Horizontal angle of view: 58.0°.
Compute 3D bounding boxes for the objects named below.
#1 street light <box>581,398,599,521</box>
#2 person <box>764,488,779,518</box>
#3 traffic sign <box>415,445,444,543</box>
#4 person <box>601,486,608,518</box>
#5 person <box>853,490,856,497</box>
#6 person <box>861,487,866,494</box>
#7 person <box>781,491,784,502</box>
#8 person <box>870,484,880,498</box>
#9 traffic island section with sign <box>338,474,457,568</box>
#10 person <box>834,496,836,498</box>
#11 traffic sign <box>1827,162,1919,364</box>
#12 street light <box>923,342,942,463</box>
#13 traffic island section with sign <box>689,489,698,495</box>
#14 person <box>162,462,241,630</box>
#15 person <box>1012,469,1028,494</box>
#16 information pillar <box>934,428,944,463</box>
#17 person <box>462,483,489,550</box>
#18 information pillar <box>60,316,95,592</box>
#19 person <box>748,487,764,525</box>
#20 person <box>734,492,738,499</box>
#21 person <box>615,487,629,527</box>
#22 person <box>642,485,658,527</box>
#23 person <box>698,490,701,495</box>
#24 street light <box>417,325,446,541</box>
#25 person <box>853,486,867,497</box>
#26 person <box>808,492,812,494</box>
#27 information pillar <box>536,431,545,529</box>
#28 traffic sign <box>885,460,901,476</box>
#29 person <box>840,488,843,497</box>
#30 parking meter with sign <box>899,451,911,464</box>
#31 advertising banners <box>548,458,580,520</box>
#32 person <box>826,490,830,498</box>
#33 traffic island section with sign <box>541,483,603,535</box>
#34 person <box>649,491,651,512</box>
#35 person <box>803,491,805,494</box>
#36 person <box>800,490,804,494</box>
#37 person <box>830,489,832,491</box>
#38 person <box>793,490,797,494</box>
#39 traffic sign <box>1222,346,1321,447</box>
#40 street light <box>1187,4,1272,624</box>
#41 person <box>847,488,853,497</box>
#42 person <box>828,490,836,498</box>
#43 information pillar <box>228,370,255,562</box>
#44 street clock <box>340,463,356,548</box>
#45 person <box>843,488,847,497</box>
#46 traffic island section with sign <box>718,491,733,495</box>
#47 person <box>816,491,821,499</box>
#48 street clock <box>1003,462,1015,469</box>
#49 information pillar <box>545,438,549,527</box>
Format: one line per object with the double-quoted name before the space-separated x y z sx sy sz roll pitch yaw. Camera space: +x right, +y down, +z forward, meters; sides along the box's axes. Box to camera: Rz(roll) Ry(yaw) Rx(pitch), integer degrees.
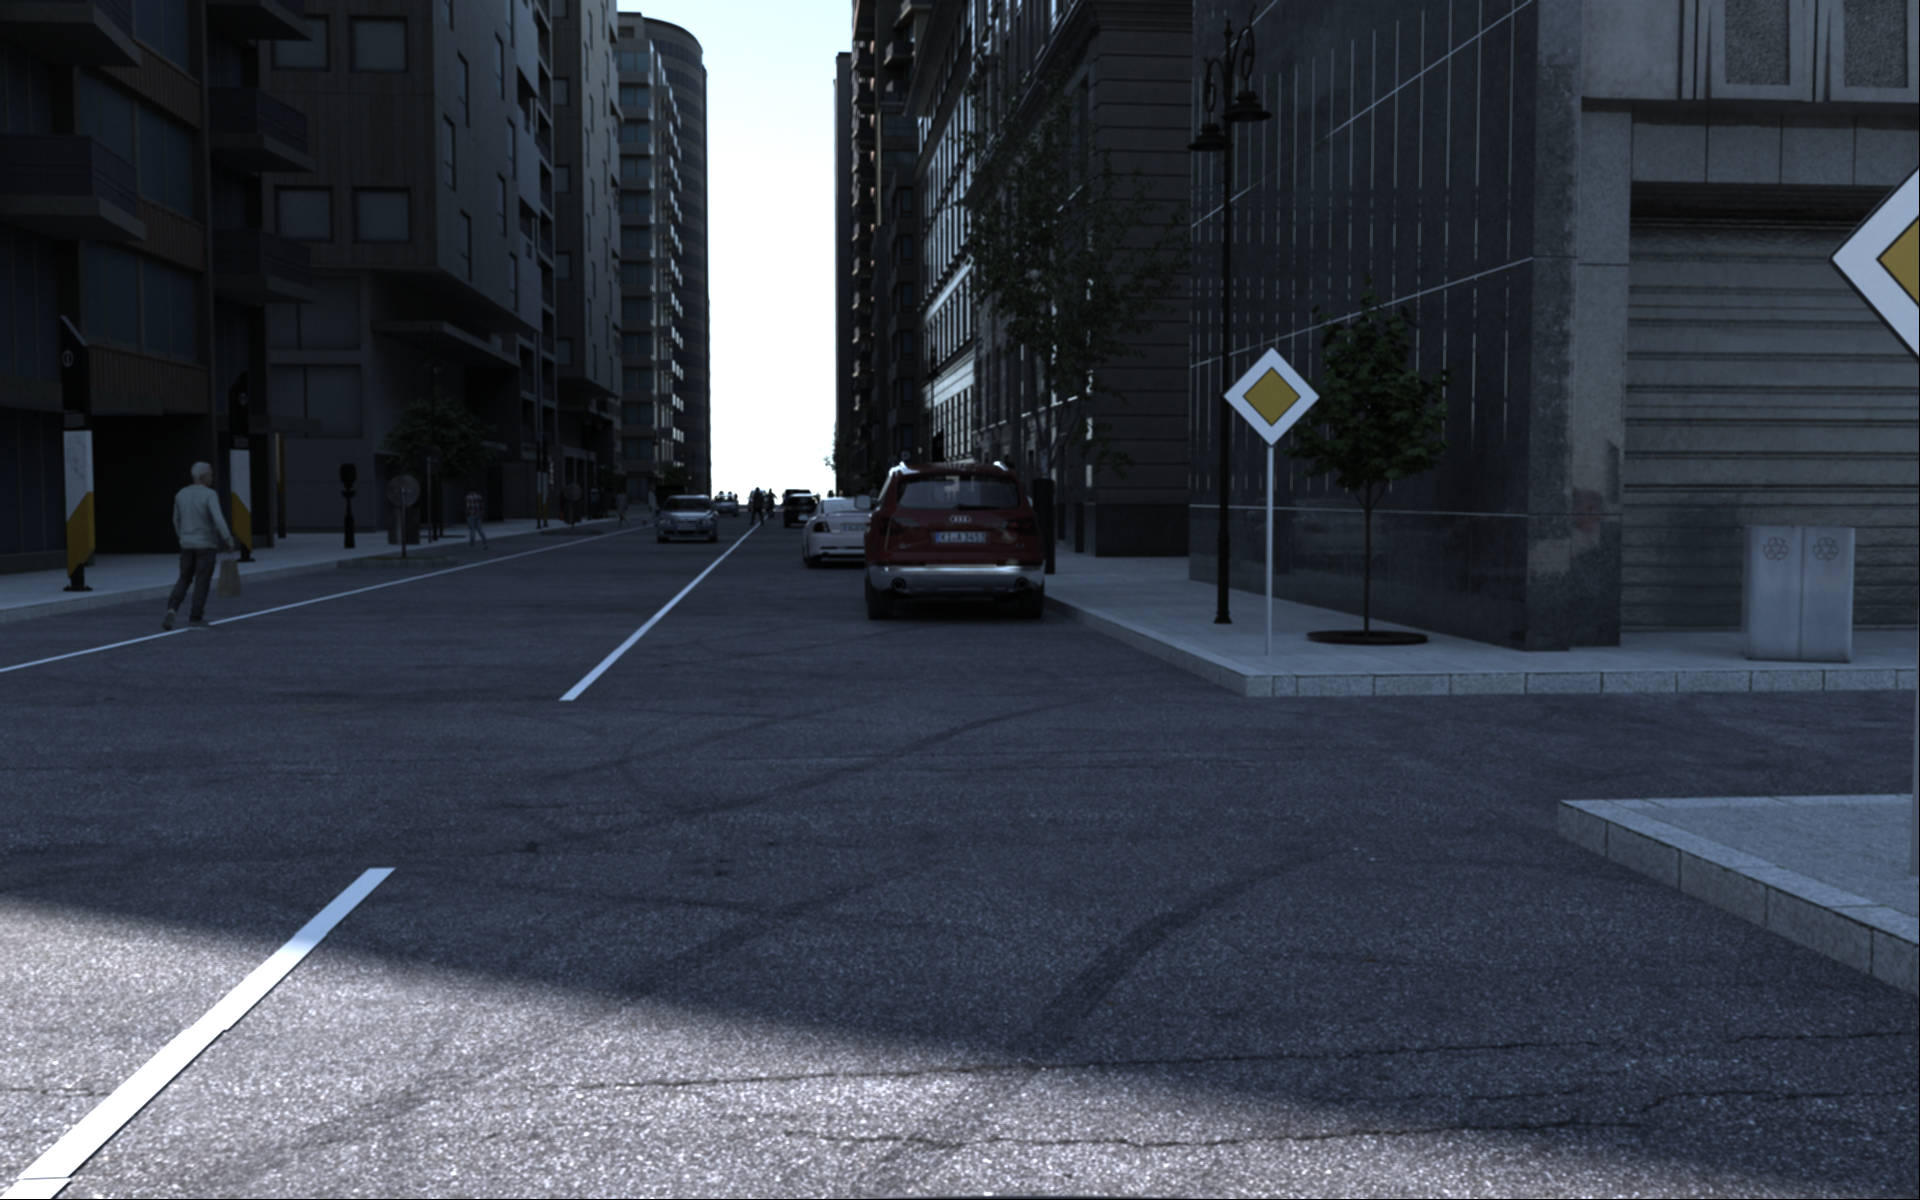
"street light" -18.014 -6.797 83.911 0.468 5.910 1.993 0 4 -6
"person" -11.358 -5.822 103.779 1.350 1.814 0.705 -3 5 -42
"traffic sign" -13.837 -2.755 45.144 0.768 2.556 0.104 0 4 4
"person" -19.264 -5.293 93.508 0.530 1.710 0.541 0 4 -4
"person" -10.536 -10.257 174.456 0.721 1.735 1.217 -1 4 -9
"person" -6.057 -6.335 110.301 0.721 1.739 1.217 2 4 28
"person" -25.211 -14.547 246.360 0.705 1.821 1.348 0 4 5
"person" -3.959 -4.581 81.427 0.515 1.767 0.782 3 5 44
"traffic island section with sign" -11.114 -1.577 34.410 1.989 1.847 2.006 0 4 -6
"person" -15.032 -11.849 202.991 0.991 1.433 0.599 0 4 3
"traffic sign" 3.246 -0.217 5.741 0.795 2.593 0.064 0 4 -6
"street light" -0.838 -4.892 52.769 0.468 5.910 1.993 0 4 -6
"traffic island section with sign" -21.258 -7.951 138.633 1.989 1.847 2.006 0 4 -6
"person" -7.973 -0.566 18.239 0.782 1.767 0.515 1 4 17
"person" 1.106 -1.834 36.210 0.661 1.801 0.590 2 4 35
"information pillar" -0.774 -4.283 61.386 0.504 3.616 0.183 1 4 19
"person" -12.501 -2.157 44.609 0.643 1.720 0.563 3 4 36
"information pillar" -11.601 -1.921 22.767 0.504 3.616 0.183 2 4 29
"person" -9.400 -4.348 79.991 0.834 1.777 0.661 3 4 37
"person" -29.949 -13.560 230.740 0.617 1.759 0.750 1 4 15
"person" -14.737 -4.063 75.686 0.760 1.731 0.466 2 4 23
"person" -13.310 -4.048 74.563 0.818 1.842 0.514 -1 4 -22
"person" -27.858 -10.876 184.584 0.721 1.743 1.217 -2 4 -33
"street light" -14.434 -4.567 47.458 0.468 5.910 1.993 0 4 -6
"person" -6.364 -6.471 111.858 1.348 1.822 0.705 0 4 -8
"person" -17.887 -12.062 206.512 0.742 1.727 0.445 1 4 21
"information pillar" -15.547 -4.436 63.884 0.183 3.616 0.504 -1 4 -20
"traffic sign" -2.408 -3.965 64.926 0.768 2.556 0.104 0 4 -2
"person" -9.958 -8.596 146.603 0.705 1.823 1.348 -1 4 -22
"parking meter with sign" -1.730 -4.436 68.790 0.543 3.016 1.738 -2 4 -35
"advertising banners" -19.352 -5.393 84.367 2.074 3.025 0.090 2 4 30
"person" -15.772 -12.374 208.384 0.705 1.821 1.348 1 4 16
"traffic island section with sign" -13.754 -3.236 61.536 1.989 1.847 2.006 0 4 -6
"person" -21.332 -6.971 120.461 0.568 1.767 0.683 0 4 -7
"person" -19.426 -12.673 215.568 0.709 1.838 0.599 2 4 24
"person" -14.518 -9.189 158.703 1.348 1.831 0.705 -3 4 -36
"person" -14.233 -11.322 191.245 0.705 1.814 1.350 0 4 1
"person" -11.886 -7.145 125.844 0.721 1.766 1.217 -2 4 -27
"traffic sign" 2.473 -0.703 13.688 0.795 2.593 0.064 0 4 -6
"street light" 2.612 -2.706 17.029 0.468 5.910 1.993 0 4 -6
"person" -9.071 -8.377 143.449 0.568 1.767 0.683 0 4 3
"person" -13.285 -10.638 180.502 0.617 1.759 0.750 2 4 29
"information pillar" -13.518 -2.519 32.538 0.183 3.616 0.504 1 4 12
"street clock" -14.455 -2.226 40.959 0.358 2.002 0.471 0 4 1
"person" -9.608 -8.493 145.353 0.683 1.767 0.568 3 5 43
"traffic island section with sign" -26.649 -11.339 194.020 1.989 1.847 2.006 0 4 -6
"person" -14.488 -10.221 176.552 0.756 1.711 0.436 -2 4 -30
"street clock" 1.069 -2.099 38.894 0.358 2.002 0.471 -1 4 -11
"information pillar" -16.192 -4.666 67.640 0.183 3.616 0.504 0 3 0
